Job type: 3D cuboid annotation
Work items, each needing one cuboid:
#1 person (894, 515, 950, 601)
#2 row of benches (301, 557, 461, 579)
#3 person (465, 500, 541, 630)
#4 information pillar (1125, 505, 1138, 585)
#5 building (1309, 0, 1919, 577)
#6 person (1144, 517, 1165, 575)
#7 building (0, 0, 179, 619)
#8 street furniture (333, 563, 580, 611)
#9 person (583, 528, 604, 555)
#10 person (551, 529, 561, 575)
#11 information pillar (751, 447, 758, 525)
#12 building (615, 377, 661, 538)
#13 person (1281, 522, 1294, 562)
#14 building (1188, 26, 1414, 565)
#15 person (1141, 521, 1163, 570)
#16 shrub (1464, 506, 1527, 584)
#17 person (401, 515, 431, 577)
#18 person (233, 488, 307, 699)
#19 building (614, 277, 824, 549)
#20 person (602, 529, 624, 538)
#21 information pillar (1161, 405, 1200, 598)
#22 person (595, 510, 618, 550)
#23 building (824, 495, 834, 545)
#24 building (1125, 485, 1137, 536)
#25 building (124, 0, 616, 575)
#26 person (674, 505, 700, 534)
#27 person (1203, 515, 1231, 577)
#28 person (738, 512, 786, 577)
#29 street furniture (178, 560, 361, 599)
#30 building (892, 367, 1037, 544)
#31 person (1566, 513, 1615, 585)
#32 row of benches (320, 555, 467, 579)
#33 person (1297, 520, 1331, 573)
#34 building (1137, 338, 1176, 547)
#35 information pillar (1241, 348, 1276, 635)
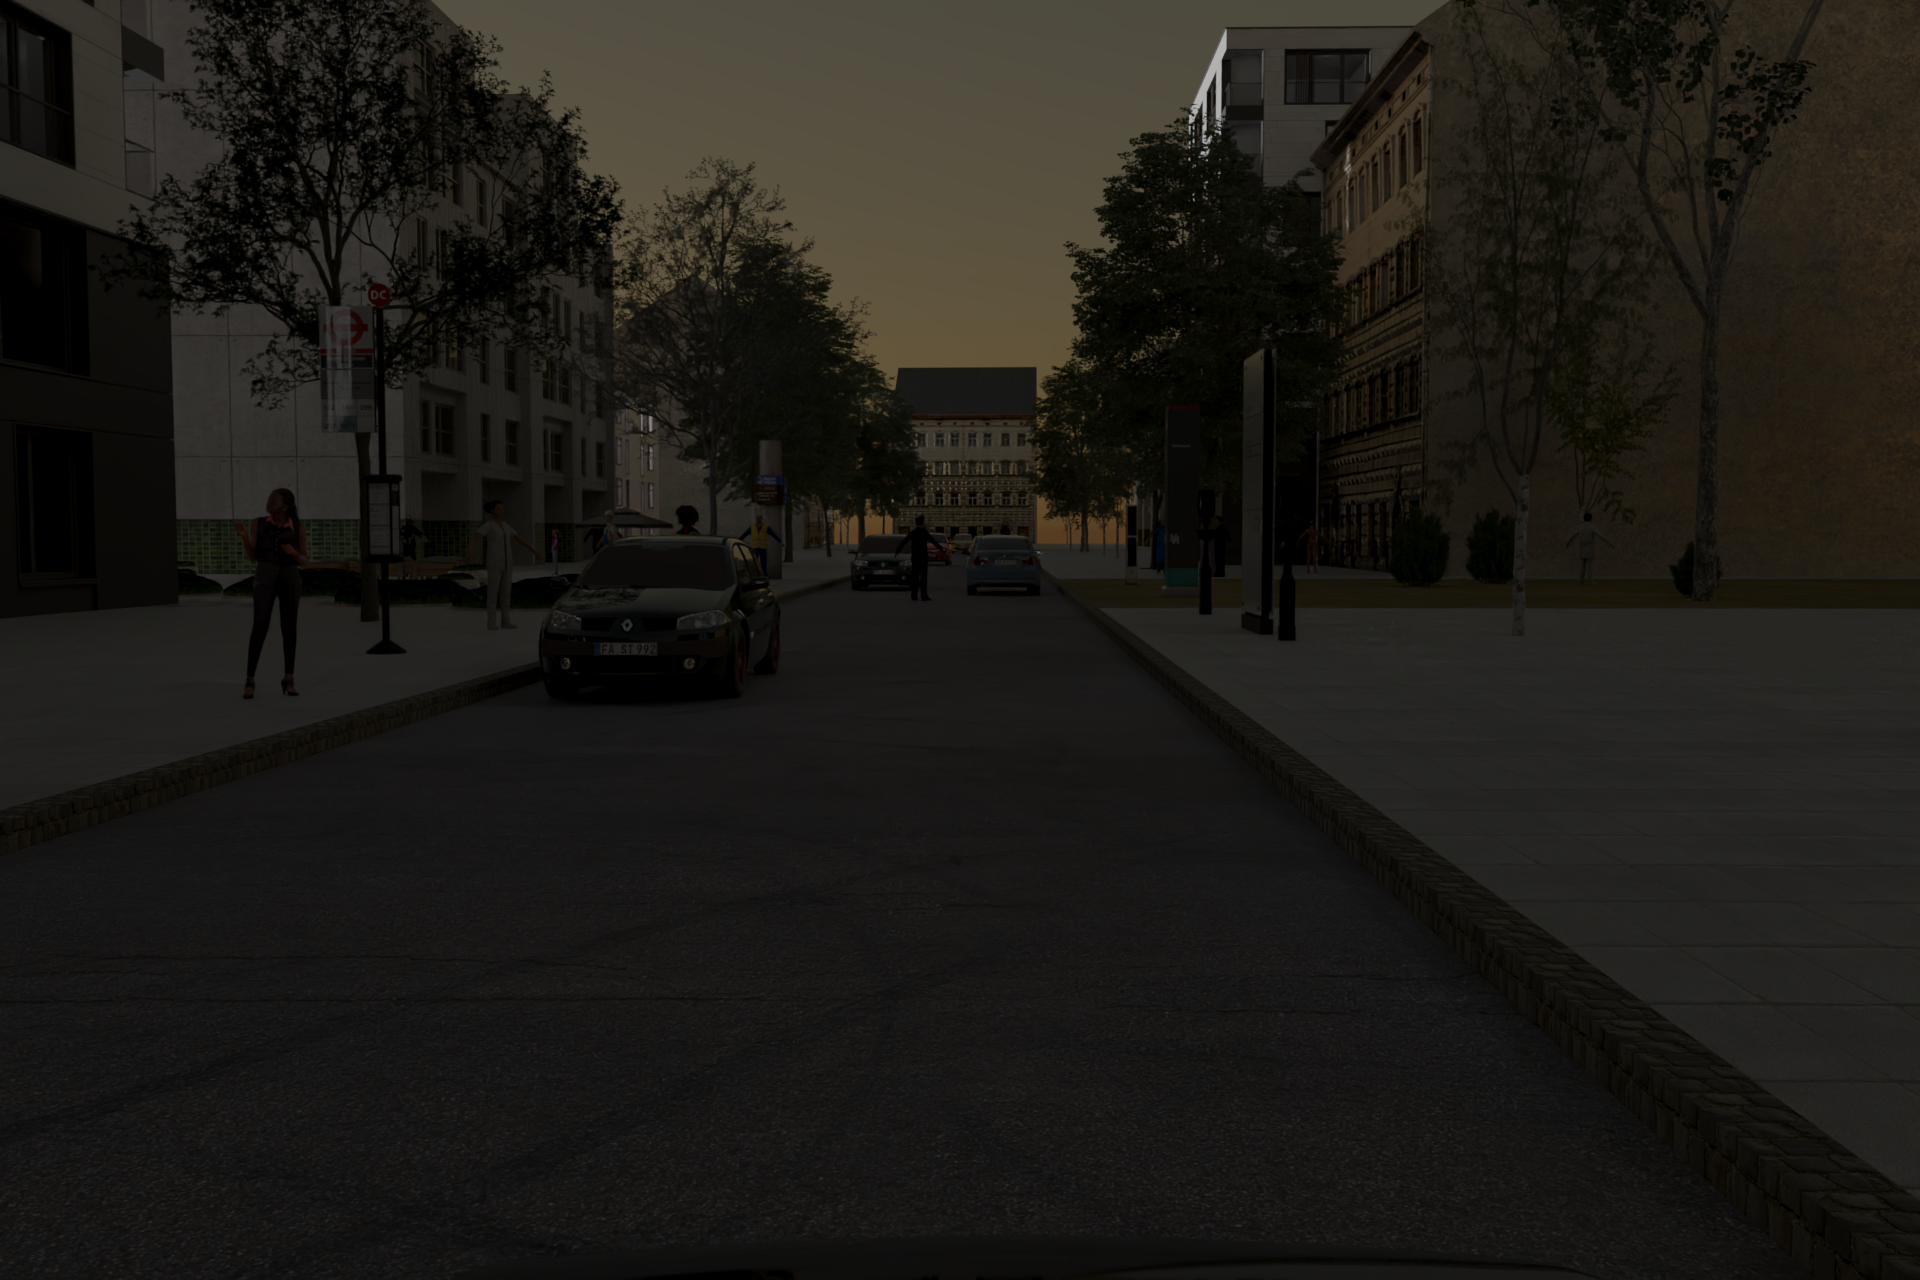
[{"bbox_3d":[-0.853,-1.770,37.326,1.347,1.837,0.705,2,4,26],"label":"person"},{"bbox_3d":[-14.958,-1.813,45.105,4.104,0.672,1.422,0,4,-4],"label":"row of benches"},{"bbox_3d":[-6.158,-1.011,23.303,0.721,1.739,1.217,3,4,38],"label":"person"},{"bbox_3d":[4.354,-2.411,43.913,0.304,2.012,0.304,0,4,1],"label":"information pillar"},{"bbox_3d":[23.511,-14.042,60.513,19.493,23.208,18.063,0,4,2],"label":"building"},{"bbox_3d":[6.415,-2.974,54.745,1.347,1.817,0.704,-1,4,-19],"label":"person"},{"bbox_3d":[-28.604,-10.479,15.299,27.936,21.610,32.646,0,4,1],"label":"building"},{"bbox_3d":[-8.537,-1.110,33.774,5.734,0.657,10.072,0,4,0],"label":"street furniture"},{"bbox_3d":[-12.310,-3.226,58.966,1.346,1.802,0.704,2,4,24],"label":"person"},{"bbox_3d":[-12.674,-2.733,53.955,0.599,1.433,0.991,-1,4,-13],"label":"person"},{"bbox_3d":[-5.496,-3.365,46.376,0.183,3.616,0.504,0,4,3],"label":"information pillar"},{"bbox_3d":[-22.631,-9.960,105.001,9.099,9.664,28.070,0,4,1],"label":"building"},{"bbox_3d":[8.957,-2.528,47.464,0.704,1.812,1.346,1,4,15],"label":"person"},{"bbox_3d":[25.038,-14.813,86.163,27.936,21.610,32.646,0,4,1],"label":"building"},{"bbox_3d":[7.029,-3.356,61.594,1.216,1.740,0.721,0,4,-5],"label":"person"},{"bbox_3d":[13.797,-2.462,44.673,1.690,2.028,1.600,0,3,0],"label":"shrub"},{"bbox_3d":[-16.283,-2.776,51.165,1.354,1.856,0.705,0,4,3],"label":"person"},{"bbox_3d":[-5.391,-0.372,13.601,0.415,1.643,0.593,1,4,22],"label":"person"},{"bbox_3d":[-22.380,-19.861,155.661,19.493,23.208,18.063,0,4,0],"label":"building"},{"bbox_3d":[-14.071,-3.914,69.760,1.354,1.858,0.705,0,4,-2],"label":"person"},{"bbox_3d":[4.496,-2.797,35.117,0.750,3.857,0.750,0,4,1],"label":"information pillar"},{"bbox_3d":[-8.386,-2.167,41.290,0.705,1.847,1.347,-2,4,-29],"label":"person"},{"bbox_3d":[-24.543,-22.354,196.419,19.493,23.208,18.063,0,4,2],"label":"building"},{"bbox_3d":[24.658,-15.794,200.385,9.099,9.664,28.070,0,4,1],"label":"building"},{"bbox_3d":[-25.682,-12.454,70.080,16.747,18.905,31.486,0,4,1],"label":"building"},{"bbox_3d":[-3.761,-0.920,23.648,0.704,1.843,1.345,2,4,27],"label":"person"},{"bbox_3d":[7.708,-2.790,51.547,0.705,1.837,1.347,3,5,44],"label":"person"},{"bbox_3d":[-5.001,-2.273,43.128,1.349,1.833,0.705,0,4,-2],"label":"person"},{"bbox_3d":[-15.768,-1.414,38.749,5.734,0.657,10.072,-1,4,-16],"label":"street furniture"},{"bbox_3d":[0.968,-24.053,226.652,18.063,23.208,19.493,0,4,3],"label":"building"},{"bbox_3d":[15.824,-2.290,43.629,0.705,1.806,1.347,-3,4,-38],"label":"person"},{"bbox_3d":[-15.944,-2.057,49.098,4.104,0.672,1.422,-2,4,-27],"label":"row of benches"},{"bbox_3d":[11.567,-3.052,56.705,1.217,1.733,0.721,3,4,37],"label":"person"},{"bbox_3d":[26.609,-18.258,164.977,16.747,18.905,31.486,0,4,1],"label":"building"},{"bbox_3d":[3.918,-1.923,22.759,0.184,3.620,1.656,0,4,1],"label":"information pillar"}]
